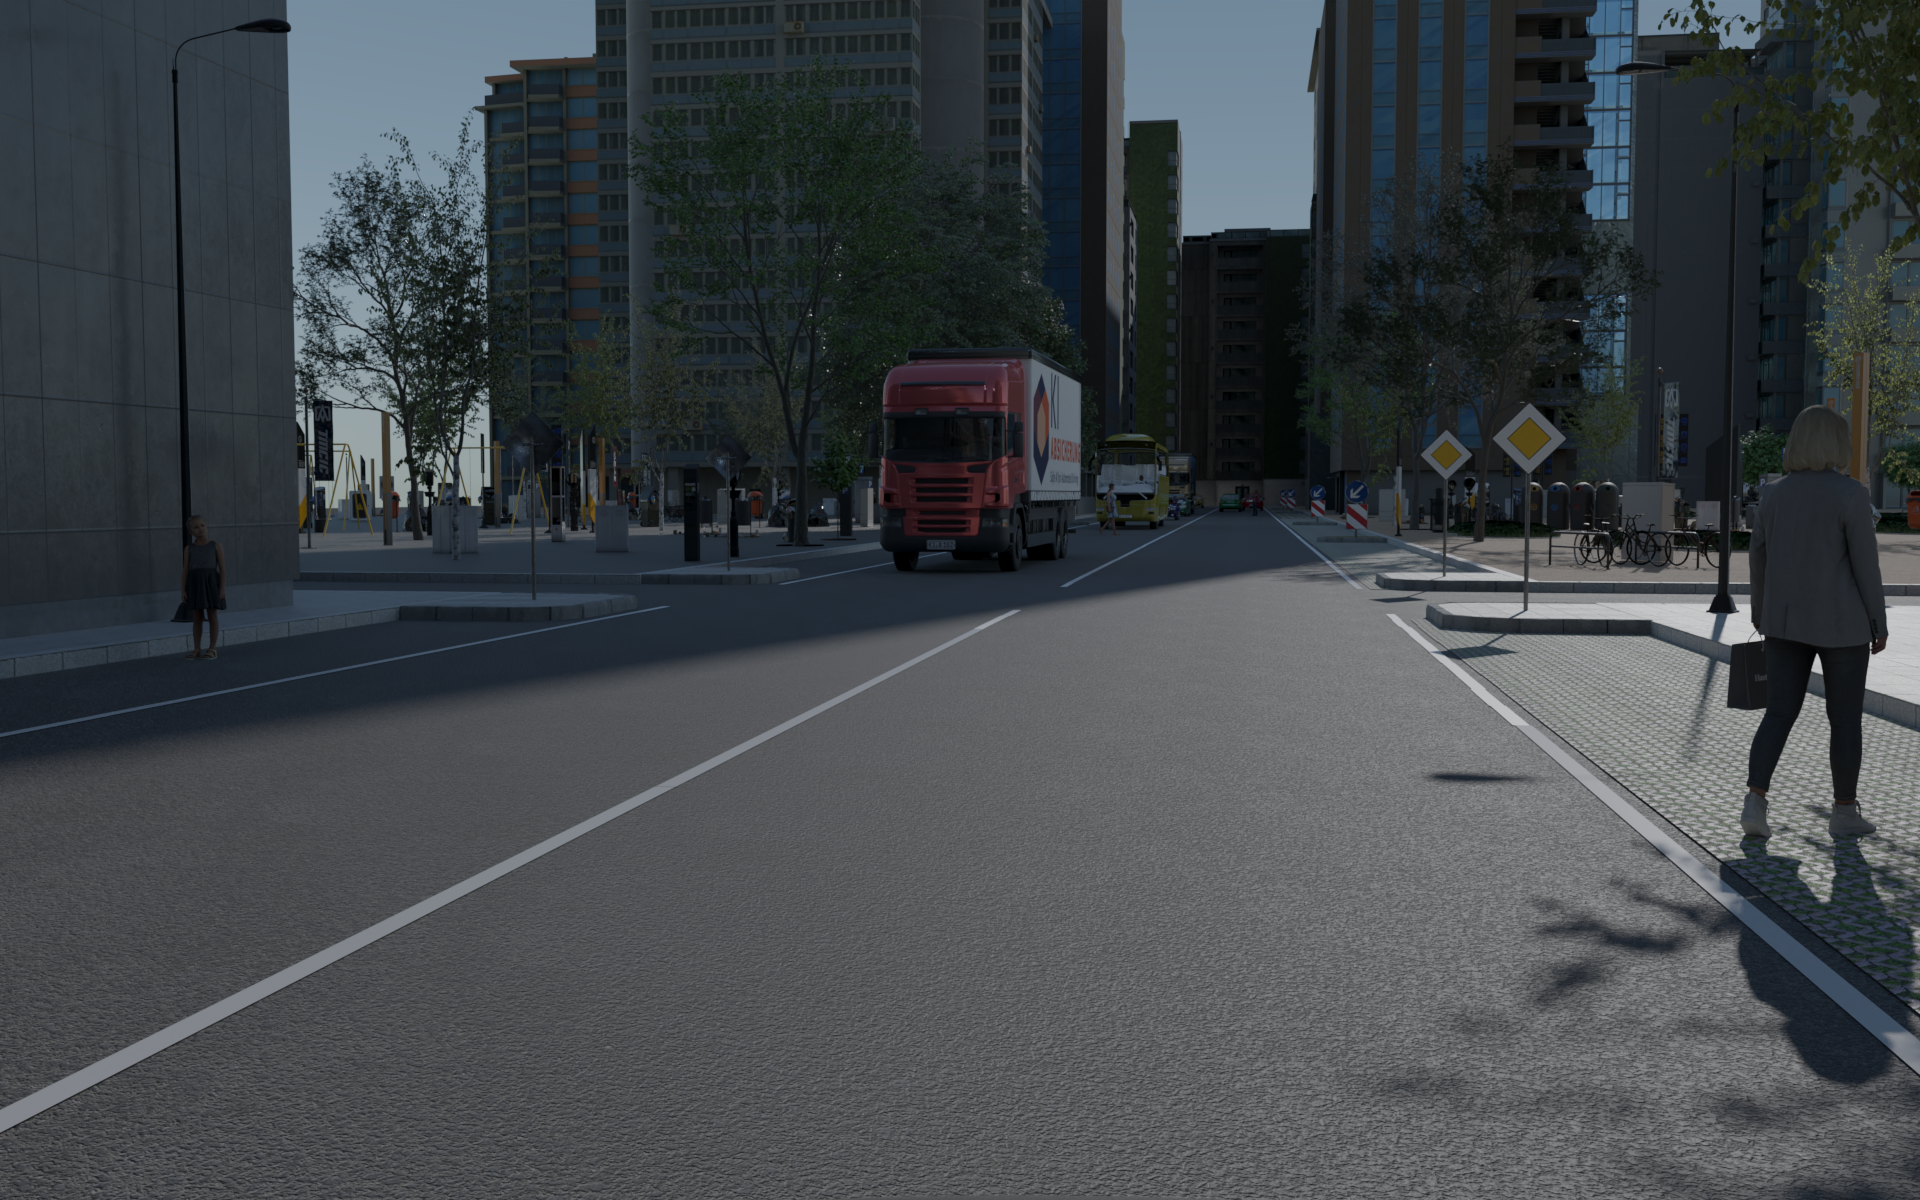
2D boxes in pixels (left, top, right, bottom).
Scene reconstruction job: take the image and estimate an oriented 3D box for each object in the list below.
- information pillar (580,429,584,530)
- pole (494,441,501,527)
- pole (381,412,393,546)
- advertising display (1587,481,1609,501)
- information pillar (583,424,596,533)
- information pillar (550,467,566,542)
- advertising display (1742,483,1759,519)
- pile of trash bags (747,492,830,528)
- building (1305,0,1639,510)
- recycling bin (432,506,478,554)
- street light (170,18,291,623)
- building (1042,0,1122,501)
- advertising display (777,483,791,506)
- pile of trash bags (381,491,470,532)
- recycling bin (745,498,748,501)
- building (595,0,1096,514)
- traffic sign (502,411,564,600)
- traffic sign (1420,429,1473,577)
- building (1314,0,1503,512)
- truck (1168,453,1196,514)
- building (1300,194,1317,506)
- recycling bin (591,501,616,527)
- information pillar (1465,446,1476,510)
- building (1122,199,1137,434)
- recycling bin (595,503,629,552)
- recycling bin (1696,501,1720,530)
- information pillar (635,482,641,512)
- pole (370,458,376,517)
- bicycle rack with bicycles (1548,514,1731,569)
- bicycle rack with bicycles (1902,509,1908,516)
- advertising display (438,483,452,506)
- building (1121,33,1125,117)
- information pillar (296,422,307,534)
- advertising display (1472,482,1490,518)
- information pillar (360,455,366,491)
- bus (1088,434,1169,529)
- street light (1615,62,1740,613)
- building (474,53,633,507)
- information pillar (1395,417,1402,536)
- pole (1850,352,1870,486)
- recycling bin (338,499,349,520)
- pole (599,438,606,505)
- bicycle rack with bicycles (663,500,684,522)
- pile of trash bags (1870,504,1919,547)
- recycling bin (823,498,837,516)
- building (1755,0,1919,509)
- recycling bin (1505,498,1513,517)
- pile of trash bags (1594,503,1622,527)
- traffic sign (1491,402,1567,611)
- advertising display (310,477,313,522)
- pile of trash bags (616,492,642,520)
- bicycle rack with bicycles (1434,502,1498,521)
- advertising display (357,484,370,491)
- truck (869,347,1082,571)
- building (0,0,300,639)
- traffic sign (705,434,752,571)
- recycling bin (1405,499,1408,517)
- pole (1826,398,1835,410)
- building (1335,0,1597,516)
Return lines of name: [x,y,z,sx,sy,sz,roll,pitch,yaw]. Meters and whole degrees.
information pillar: [-13.624,-4.357,62.587,0.183,3.616,0.504,-1,4,-22]
pole: [-17.797,-4.450,66.595,0.158,3.312,0.155,0,3,0]
pole: [-14.290,-3.017,43.176,0.158,3.312,0.155,0,3,0]
advertising display: [30.335,-4.721,82.408,0.974,1.923,0.123,0,4,7]
information pillar: [-12.201,-4.042,57.445,0.183,3.616,0.504,1,4,13]
information pillar: [-10.751,-2.558,46.319,0.304,2.012,0.304,0,4,5]
advertising display: [40.600,-5.113,88.818,0.974,1.923,0.123,0,4,7]
pile of trash bags: [-6.838,-3.523,67.352,1.912,1.369,3.447,3,5,44]
building: [38.101,-49.931,129.048,22.319,86.520,31.000,1,4,9]
recycling bin: [-10.975,-1.535,37.646,0.722,1.027,0.722,3,5,39]
street light: [-7.222,-2.729,17.163,1.470,5.913,1.316,1,4,9]
building: [5.043,-29.617,134.350,14.600,45.320,14.200,1,4,9]
advertising display: [-10.746,-6.111,105.126,0.974,1.923,0.123,-2,4,-27]
pile of trash bags: [-18.455,-3.051,59.638,1.912,1.369,3.447,2,4,30]
recycling bin: [-12.819,-5.619,104.429,0.722,1.027,0.722,0,4,3]
building: [-7.349,-26.015,117.233,32.217,40.220,23.993,1,4,9]
traffic sign: [-5.156,-1.057,20.922,0.795,2.450,0.064,1,4,9]
traffic sign: [7.536,-1.422,26.898,0.795,2.450,0.064,1,4,9]
building: [38.772,-30.761,153.059,14.600,45.320,14.200,1,4,9]
truck: [15.137,-8.109,121.501,2.839,4.237,11.283,1,4,10]
building: [40.779,-24.208,167.500,14.160,30.474,14.107,1,4,9]
recycling bin: [-13.768,-3.328,66.969,0.722,1.027,0.722,2,4,25]
information pillar: [24.764,-5.676,84.161,0.504,3.616,0.183,0,4,2]
building: [10.429,-24.519,172.593,14.107,30.474,14.160,1,4,9]
recycling bin: [-7.733,-1.585,38.462,0.722,1.027,0.722,-1,4,-12]
recycling bin: [26.151,-2.937,60.572,0.722,1.027,0.722,1,4,20]
information pillar: [-18.976,-5.969,102.085,0.304,2.012,0.304,1,4,11]
pole: [-33.551,-6.431,98.989,0.158,3.312,0.155,0,3,0]
bicycle rack with bicycles: [11.827,-1.068,30.844,2.852,0.926,2.925,-1,4,-12]
bicycle rack with bicycles: [42.790,-3.817,75.795,2.925,0.926,2.852,-2,4,-35]
advertising display: [-28.746,-5.597,96.730,0.123,1.923,0.974,2,4,31]
building: [6.528,-28.437,148.538,14.154,41.232,14.086,1,4,9]
information pillar: [-21.375,-3.964,56.174,0.183,3.616,0.504,0,4,6]
advertising display: [27.983,-5.372,93.046,0.974,1.923,0.123,0,4,-7]
information pillar: [-35.582,-6.845,103.262,0.183,3.616,0.504,1,4,9]
bus: [7.460,-5.059,74.260,2.896,3.916,12.252,1,4,9]
street light: [7.750,-2.824,18.720,1.470,5.913,1.316,1,4,9]
building: [-31.905,-31.800,174.559,28.867,44.769,22.147,1,4,9]
information pillar: [13.287,-3.735,52.417,0.183,3.616,0.504,1,4,22]
pole: [13.006,-1.911,25.080,0.158,3.312,0.155,0,3,0]
recycling bin: [-30.829,-4.562,87.146,0.722,1.027,0.722,-3,4,-36]
pole: [-13.016,-4.231,63.024,0.158,3.312,0.155,0,3,0]
bicycle rack with bicycles: [-12.892,-4.126,80.838,2.925,0.926,2.852,-3,5,-40]
pile of trash bags: [22.320,-2.028,42.908,1.912,1.369,3.447,-3,4,-36]
recycling bin: [-7.699,-5.525,102.882,0.722,1.027,0.722,1,4,11]
building: [87.880,-32.710,154.411,30.456,49.044,23.786,1,4,9]
recycling bin: [31.625,-5.280,98.883,0.722,1.027,0.722,-3,4,-39]
pile of trash bags: [25.629,-3.548,67.761,3.447,1.369,1.912,-2,4,-32]
traffic sign: [6.230,-0.941,19.020,0.795,2.450,0.064,1,4,9]
advertising display: [-25.139,-3.728,66.160,0.123,1.923,0.974,2,4,25]
pile of trash bags: [-16.300,-4.706,86.703,1.912,1.369,3.447,-1,4,-17]
bicycle rack with bicycles: [21.864,-3.735,74.450,2.852,0.926,2.925,0,4,2]
advertising display: [-38.011,-6.435,110.429,0.974,1.923,0.123,2,4,28]
truck: [0.601,-2.855,35.597,2.839,4.237,11.283,1,4,11]
building: [-23.258,-12.069,16.400,30.058,24.678,14.314,1,4,9]
traffic sign: [-3.850,-1.539,28.800,0.795,2.450,0.064,1,4,9]
recycling bin: [24.346,-5.098,95.906,0.722,1.027,0.722,-1,4,-9]
pole: [18.529,-2.637,36.951,0.158,3.312,0.155,0,3,0]
building: [30.667,-27.991,107.757,14.600,45.320,14.200,1,4,9]
